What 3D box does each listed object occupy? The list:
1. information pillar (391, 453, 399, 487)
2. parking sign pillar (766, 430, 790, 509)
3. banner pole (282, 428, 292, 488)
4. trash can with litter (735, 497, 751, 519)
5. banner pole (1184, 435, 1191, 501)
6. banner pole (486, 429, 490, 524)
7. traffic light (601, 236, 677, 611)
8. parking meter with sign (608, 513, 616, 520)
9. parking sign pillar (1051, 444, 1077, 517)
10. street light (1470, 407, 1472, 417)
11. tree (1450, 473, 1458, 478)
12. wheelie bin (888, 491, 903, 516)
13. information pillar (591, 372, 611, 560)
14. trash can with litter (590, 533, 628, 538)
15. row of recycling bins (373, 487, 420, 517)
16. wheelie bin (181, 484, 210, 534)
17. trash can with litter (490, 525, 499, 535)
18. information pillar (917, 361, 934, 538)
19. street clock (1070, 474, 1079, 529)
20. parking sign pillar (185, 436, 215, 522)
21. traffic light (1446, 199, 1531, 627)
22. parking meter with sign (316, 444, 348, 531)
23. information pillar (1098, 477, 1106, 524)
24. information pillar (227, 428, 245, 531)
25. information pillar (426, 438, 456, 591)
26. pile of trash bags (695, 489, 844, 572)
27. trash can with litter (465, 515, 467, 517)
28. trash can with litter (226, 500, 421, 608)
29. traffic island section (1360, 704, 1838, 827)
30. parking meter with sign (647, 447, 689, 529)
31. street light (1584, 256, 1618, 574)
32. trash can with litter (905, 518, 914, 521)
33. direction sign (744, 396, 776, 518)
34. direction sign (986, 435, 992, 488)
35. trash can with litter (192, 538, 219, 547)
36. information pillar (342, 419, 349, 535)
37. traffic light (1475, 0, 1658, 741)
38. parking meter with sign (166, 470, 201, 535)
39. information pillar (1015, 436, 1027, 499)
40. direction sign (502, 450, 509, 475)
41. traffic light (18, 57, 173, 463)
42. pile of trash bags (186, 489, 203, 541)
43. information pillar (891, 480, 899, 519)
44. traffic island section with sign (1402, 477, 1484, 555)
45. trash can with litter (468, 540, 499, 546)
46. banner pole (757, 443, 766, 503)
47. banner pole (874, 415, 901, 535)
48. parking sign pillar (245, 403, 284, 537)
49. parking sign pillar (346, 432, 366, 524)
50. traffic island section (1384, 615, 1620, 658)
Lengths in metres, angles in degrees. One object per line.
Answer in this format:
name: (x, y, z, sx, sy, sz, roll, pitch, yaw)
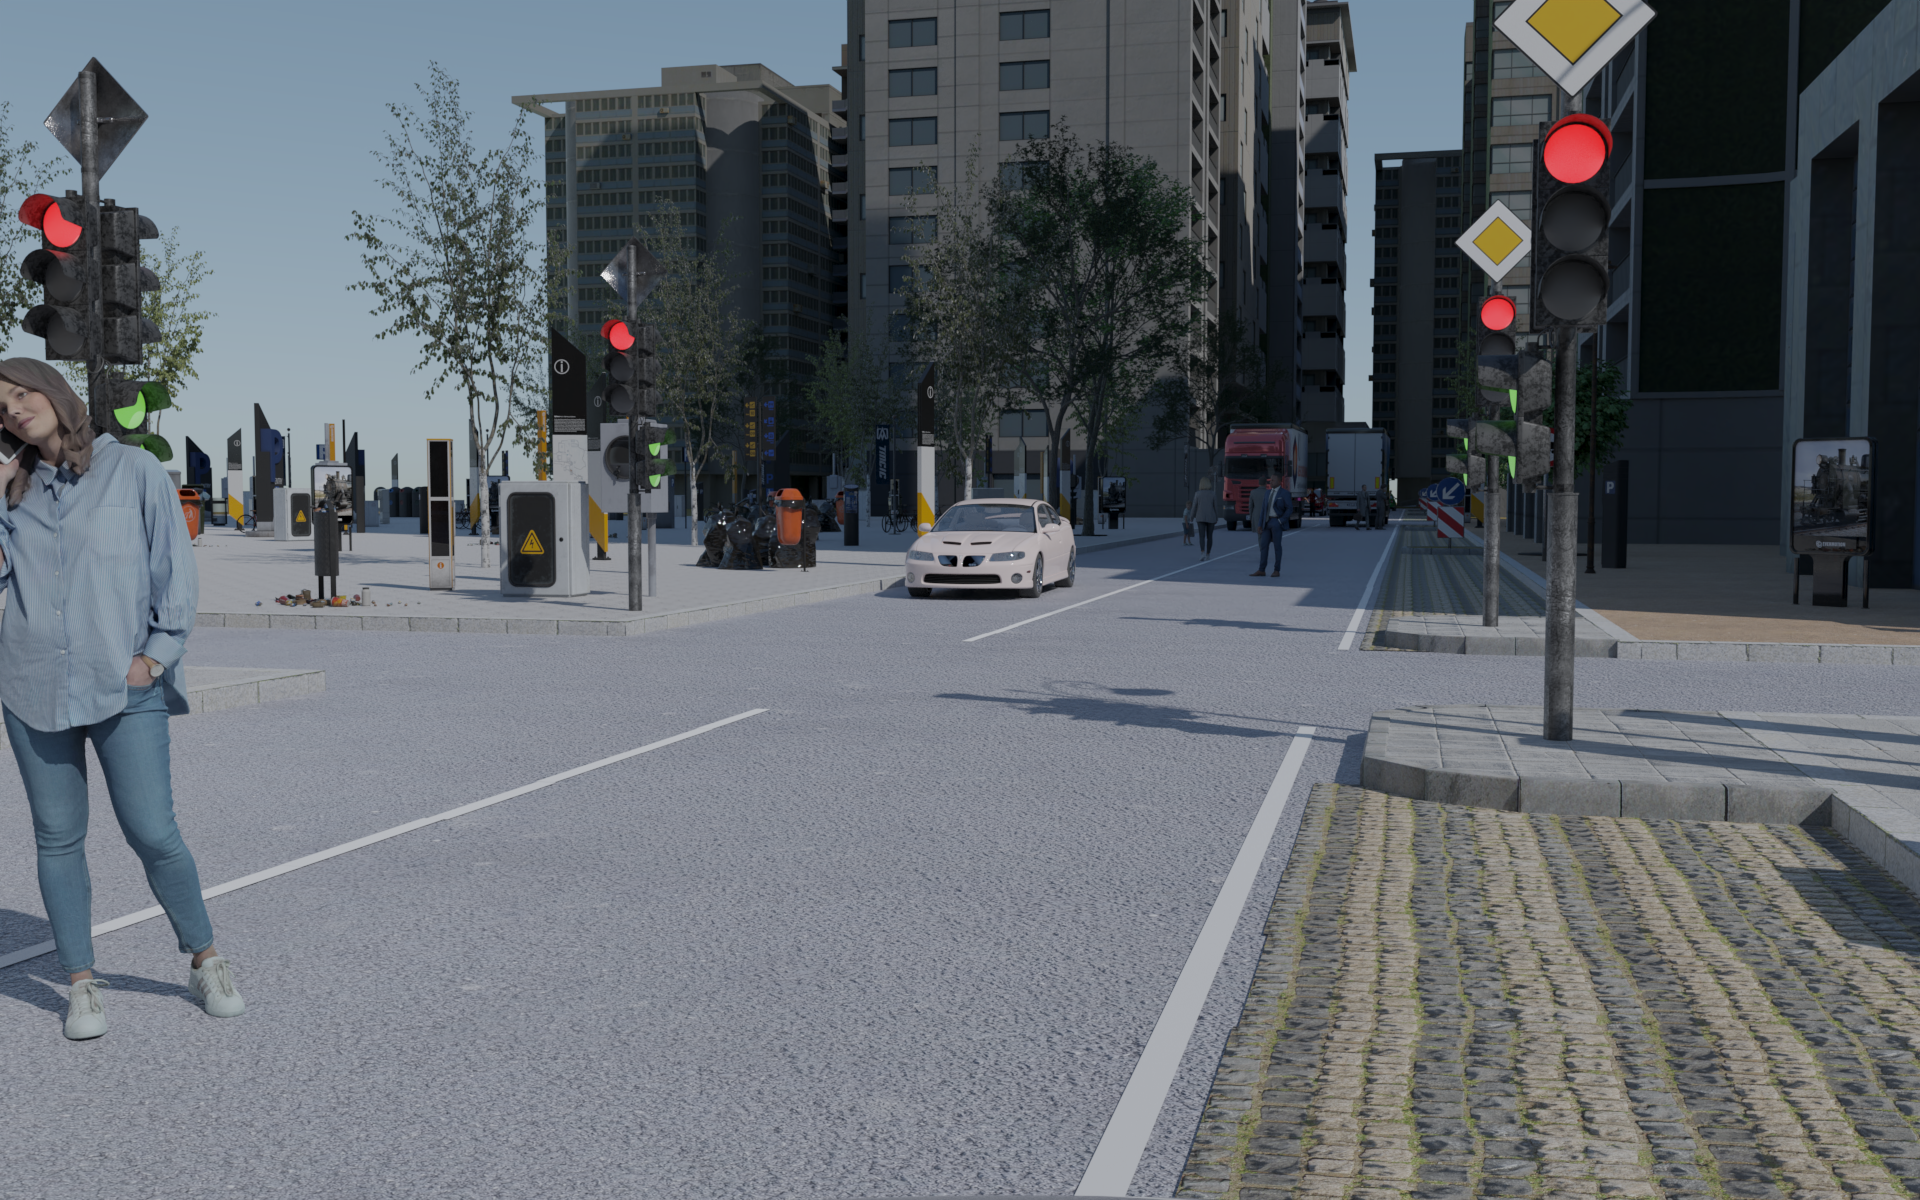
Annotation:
information pillar: (-32.269, -6.581, 98.956, 0.504, 3.616, 0.183, 2, 4, 30)
parking sign pillar: (-7.634, -5.141, 72.526, 1.447, 3.967, 1.447, 2, 4, 25)
banner pole: (-25.604, -4.626, 65.646, 0.863, 3.779, 0.401, 1, 4, 14)
trash can with litter: (-7.960, -3.072, 61.618, 1.055, 1.170, 0.624, 0, 4, 6)
banner pole: (9.658, -5.118, 73.698, 0.401, 3.779, 0.863, 2, 4, 26)
banner pole: (-18.190, -4.696, 66.789, 0.401, 3.779, 0.863, -1, 4, -13)
traffic light: (-3.552, -1.835, 18.916, 0.839, 4.253, 0.868, 1, 4, 15)
parking meter with sign: (-17.629, -5.488, 85.987, 0.543, 3.016, 1.738, -3, 5, -39)
parking sign pillar: (5.560, -6.376, 92.716, 1.447, 3.967, 1.447, -1, 4, -23)
street light: (25.850, -7.031, 87.748, 0.468, 5.910, 1.993, 1, 4, 15)
tree: (35.078, -7.845, 122.869, 1.663, 3.219, 1.824, 0, 3, 0)
wheelie bin: (-3.535, -5.282, 94.261, 0.693, 1.594, 0.980, -1, 4, -20)
information pillar: (-7.020, -2.581, 33.558, 0.504, 3.616, 0.183, 3, 4, 37)
trash can with litter: (-10.728, -2.425, 50.710, 2.233, 1.210, 1.678, 1, 4, 18)
row of recycling bins: (-30.948, -5.424, 95.802, 3.534, 1.692, 1.069, 2, 4, 24)
wheelie bin: (-24.586, -2.917, 55.607, 0.980, 1.594, 0.693, -2, 4, -34)
trash can with litter: (-14.412, -2.653, 54.759, 1.055, 1.170, 0.624, 1, 4, 19)
information pillar: (-0.590, -2.388, 30.404, 0.183, 3.616, 0.504, 2, 4, 27)
street clock: (4.093, -3.577, 63.056, 0.471, 2.002, 0.358, 1, 4, 9)
parking sign pillar: (-35.475, -5.646, 80.791, 1.447, 3.967, 1.447, 1, 4, 13)
traffic light: (5.125, -1.698, 16.681, 0.839, 4.253, 0.868, 1, 4, 15)
parking meter with sign: (-21.688, -3.897, 59.971, 0.543, 3.016, 1.738, -3, 5, -40)
information pillar: (6.583, -4.607, 79.824, 0.304, 2.012, 0.304, 0, 4, -4)
information pillar: (-25.441, -4.249, 60.834, 0.504, 3.616, 0.183, -2, 4, -28)
information pillar: (-6.905, -1.135, 23.053, 0.304, 2.012, 0.304, -1, 4, -9)
pile of trash bags: (-3.314, -1.227, 29.812, 1.912, 1.369, 3.447, -1, 4, -22)
trash can with litter: (-27.233, -5.215, 96.660, 1.055, 1.170, 0.624, -3, 4, -36)
trash can with litter: (-7.436, -0.567, 20.324, 1.678, 1.210, 2.233, -2, 4, -35)
traffic island section: (3.148, 0.809, 9.057, 2.009, 0.180, 2.903, 1, 4, 15)
parking meter with sign: (-11.015, -4.171, 64.465, 1.738, 3.016, 0.543, 0, 4, 8)
street light: (10.194, -3.367, 27.836, 0.468, 5.910, 1.993, 1, 4, 15)
trash can with litter: (-2.026, -4.444, 83.710, 2.233, 1.210, 1.678, 3, 4, 37)
direction sign: (-4.646, -2.952, 40.270, 0.876, 3.537, 0.379, 2, 4, 30)
direction sign: (1.108, -4.560, 66.546, 0.379, 3.537, 0.876, 1, 4, 16)
trash can with litter: (-19.143, -1.935, 42.702, 1.678, 1.210, 2.233, -2, 4, -34)
information pillar: (-19.340, -3.859, 54.450, 0.183, 3.616, 0.504, -1, 4, -19)
traffic light: (3.112, -1.225, 8.953, 0.839, 4.253, 0.868, 1, 4, 15)
parking meter with sign: (-24.647, -3.528, 53.942, 1.738, 3.016, 0.543, -3, 5, -40)
information pillar: (2.520, -4.786, 69.608, 0.183, 3.616, 0.504, -2, 4, -25)
direction sign: (-23.615, -5.993, 89.975, 0.379, 3.537, 0.876, -2, 4, -35)
traffic light: (-5.565, -1.362, 11.188, 0.839, 4.253, 0.868, 1, 4, 15)
pile of trash bags: (-14.622, -1.217, 29.648, 1.912, 1.369, 3.447, 2, 4, 34)
information pillar: (-3.301, -5.100, 87.879, 0.304, 2.012, 0.304, -3, 5, -45)
traffic island section with sign: (11.601, -2.005, 41.413, 1.989, 1.847, 2.006, 1, 4, 15)
trash can with litter: (-11.553, -2.010, 43.923, 2.233, 1.210, 1.678, -3, 5, -41)
banner pole: (-9.834, -5.845, 85.588, 0.401, 3.779, 0.863, 2, 4, 29)
banner pole: (-2.293, -3.962, 54.803, 0.863, 3.779, 0.401, -1, 4, -18)
parking sign pillar: (-20.692, -3.880, 51.912, 1.447, 3.967, 1.447, 0, 4, -4)
parking sign pillar: (-26.392, -5.329, 75.593, 1.447, 3.967, 1.447, -3, 4, -37)
traffic island section: (5.161, 0.336, 16.785, 2.009, 0.180, 2.903, 1, 4, 15)
